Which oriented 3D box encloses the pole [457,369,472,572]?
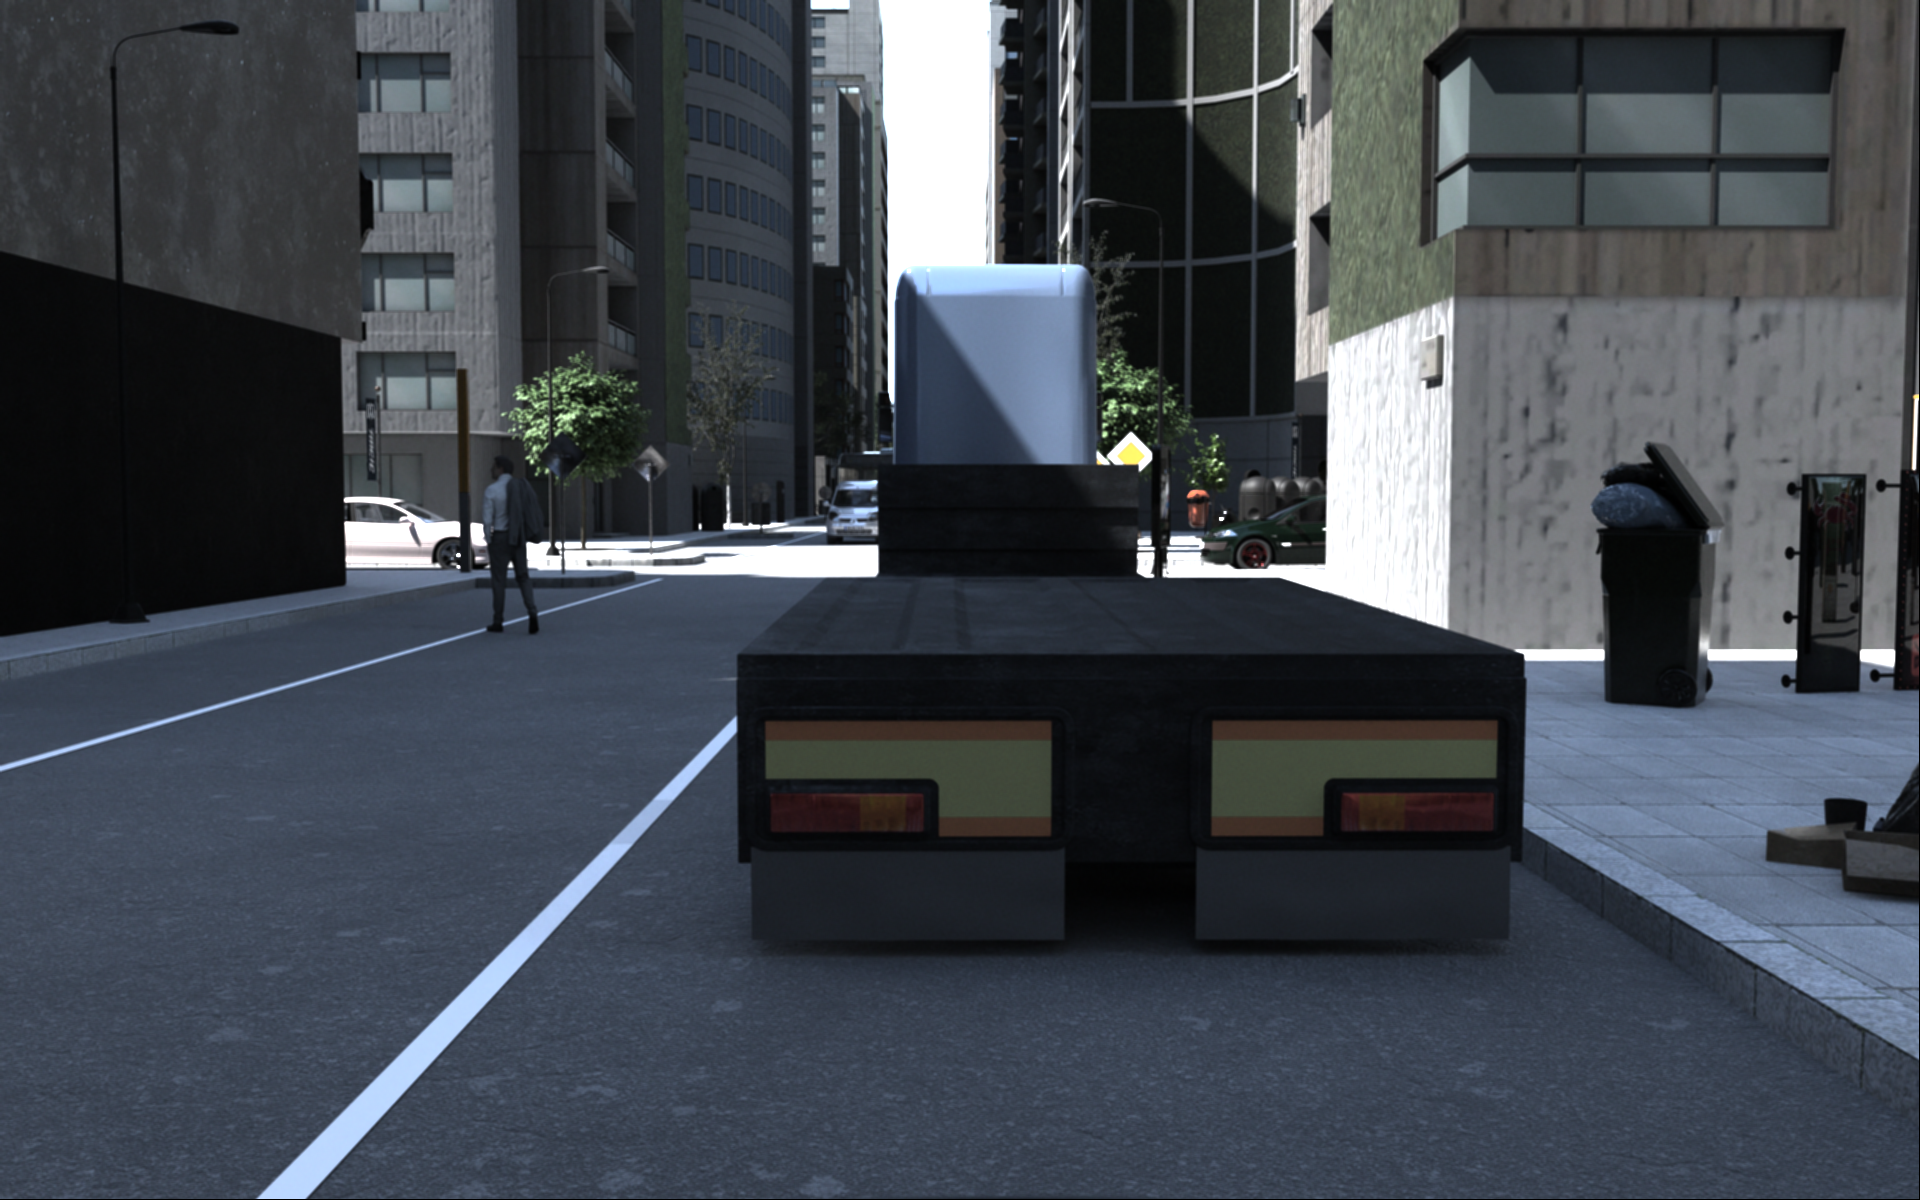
[{"bbox_3d":[-8.106,-2.109,28.324,0.158,3.312,0.155,0,3,0],"label":"pole"}]

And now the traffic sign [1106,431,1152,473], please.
[{"bbox_3d":[2.730,-1.473,27.733,0.795,2.450,0.064,0,3,0],"label":"traffic sign"}]

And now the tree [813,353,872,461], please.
[{"bbox_3d":[-9.595,-10.538,106.710,8.767,10.594,7.601,0,4,-7],"label":"tree"}]

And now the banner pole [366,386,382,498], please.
[{"bbox_3d":[-13.530,-3.060,40.051,0.401,3.779,0.863,0,4,7],"label":"banner pole"}]

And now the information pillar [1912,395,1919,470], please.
[{"bbox_3d":[7.284,-0.511,12.852,0.304,2.012,0.304,-2,4,-23],"label":"information pillar"}]

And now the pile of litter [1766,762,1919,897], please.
[{"bbox_3d":[3.396,0.513,5.576,1.176,0.858,1.719,0,4,-7],"label":"pile of litter"}]

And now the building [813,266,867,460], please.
[{"bbox_3d":[-22.447,-18.404,145.947,27.650,21.520,28.899,0,3,0],"label":"building"}]

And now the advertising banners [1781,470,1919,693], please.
[{"bbox_3d":[6.322,-0.923,11.281,2.074,3.025,0.090,-1,4,-13],"label":"advertising banners"}]

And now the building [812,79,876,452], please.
[{"bbox_3d":[-15.492,-29.554,166.809,14.154,41.232,14.086,0,3,0],"label":"building"}]

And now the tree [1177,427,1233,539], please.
[{"bbox_3d":[7.365,-3.381,49.874,1.663,3.219,1.824,0,3,0],"label":"tree"}]

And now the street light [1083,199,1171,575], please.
[{"bbox_3d":[2.638,-3.358,27.439,1.470,5.913,1.316,0,3,0],"label":"street light"}]

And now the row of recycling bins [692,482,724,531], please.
[{"bbox_3d":[-9.920,-3.235,60.010,3.534,1.692,1.069,0,4,4],"label":"row of recycling bins"}]

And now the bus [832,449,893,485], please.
[{"bbox_3d":[-3.285,-4.638,70.685,2.948,3.499,13.247,0,4,0],"label":"bus"}]

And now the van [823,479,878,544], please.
[{"bbox_3d":[-2.965,-2.675,50.745,2.013,2.044,4.112,0,4,1],"label":"van"}]

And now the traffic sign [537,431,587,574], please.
[{"bbox_3d":[-6.364,-1.474,27.738,0.795,2.450,0.064,0,3,0],"label":"traffic sign"}]

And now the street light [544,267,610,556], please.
[{"bbox_3d":[-7.867,-3.856,35.590,1.470,5.913,1.316,0,3,0],"label":"street light"}]

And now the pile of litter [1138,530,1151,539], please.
[{"bbox_3d":[4.663,-2.160,49.289,1.719,0.858,1.176,1,4,14],"label":"pile of litter"}]

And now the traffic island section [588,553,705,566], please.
[{"bbox_3d":[-6.401,-0.826,35.784,2.009,0.180,2.903,0,3,0],"label":"traffic island section"}]

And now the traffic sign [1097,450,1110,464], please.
[{"bbox_3d":[2.716,-1.962,35.718,0.795,2.450,0.064,0,3,0],"label":"traffic sign"}]

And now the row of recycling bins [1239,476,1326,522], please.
[{"bbox_3d":[7.848,-2.081,41.140,1.069,1.692,3.534,3,5,42],"label":"row of recycling bins"}]

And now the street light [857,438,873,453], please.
[{"bbox_3d":[-7.999,-10.526,144.647,1.470,5.913,1.316,0,3,0],"label":"street light"}]

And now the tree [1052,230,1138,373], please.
[{"bbox_3d":[3.111,-6.010,48.627,4.360,8.622,3.978,0,3,0],"label":"tree"}]

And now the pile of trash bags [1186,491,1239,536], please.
[{"bbox_3d":[7.155,-2.135,44.663,3.447,1.369,1.912,-3,4,-38],"label":"pile of trash bags"}]

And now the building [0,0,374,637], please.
[{"bbox_3d":[-16.958,-9.242,18.566,16.811,18.784,16.820,0,3,0],"label":"building"}]

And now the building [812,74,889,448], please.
[{"bbox_3d":[-19.480,-35.520,204.456,21.300,48.544,21.600,0,3,0],"label":"building"}]

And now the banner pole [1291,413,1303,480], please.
[{"bbox_3d":[10.377,-3.874,53.354,0.401,3.779,0.863,2,4,35],"label":"banner pole"}]

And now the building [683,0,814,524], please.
[{"bbox_3d":[-18.946,-33.206,84.923,21.231,58.520,28.212,0,3,0],"label":"building"}]

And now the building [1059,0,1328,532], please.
[{"bbox_3d":[12.231,-38.171,62.346,20.563,71.187,20.611,0,3,0],"label":"building"}]

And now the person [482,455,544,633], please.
[{"bbox_3d":[-4.612,-0.568,17.882,0.679,1.850,0.850,-3,5,-43],"label":"person"}]

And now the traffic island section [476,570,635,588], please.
[{"bbox_3d":[-6.388,-0.338,27.799,2.009,0.180,2.903,0,3,0],"label":"traffic island section"}]

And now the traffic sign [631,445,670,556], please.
[{"bbox_3d":[-6.378,-1.962,35.723,0.795,2.450,0.064,0,3,0],"label":"traffic sign"}]

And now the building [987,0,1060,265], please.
[{"bbox_3d":[13.783,-40.770,208.594,21.231,58.520,28.212,0,3,0],"label":"building"}]

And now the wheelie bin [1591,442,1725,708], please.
[{"bbox_3d":[4.285,-0.169,10.677,0.693,1.594,0.980,2,4,31],"label":"wheelie bin"}]

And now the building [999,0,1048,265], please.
[{"bbox_3d":[14.069,-28.974,128.352,22.147,44.769,28.867,0,3,0],"label":"building"}]

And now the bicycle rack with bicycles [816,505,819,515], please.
[{"bbox_3d":[-9.522,-5.534,103.857,2.852,0.926,2.925,3,5,42],"label":"bicycle rack with bicycles"}]

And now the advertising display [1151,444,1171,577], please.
[{"bbox_3d":[2.656,-1.080,22.879,0.123,1.923,0.974,1,4,15],"label":"advertising display"}]

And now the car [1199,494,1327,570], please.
[{"bbox_3d":[6.567,-1.367,32.143,4.222,1.686,2.009,0,4,1],"label":"car"}]

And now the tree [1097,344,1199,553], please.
[{"bbox_3d":[3.552,-3.322,38.024,4.285,4.588,4.351,0,3,0],"label":"tree"}]

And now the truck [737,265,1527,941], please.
[{"bbox_3d":[0.457,-1.517,14.568,2.967,4.110,18.799,0,4,0],"label":"truck"}]

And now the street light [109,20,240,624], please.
[{"bbox_3d":[-7.764,-2.727,17.136,1.470,5.913,1.316,0,3,0],"label":"street light"}]

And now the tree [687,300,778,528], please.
[{"bbox_3d":[-8.908,-6.999,64.796,4.360,8.622,3.978,0,3,0],"label":"tree"}]

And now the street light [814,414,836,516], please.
[{"bbox_3d":[-7.927,-7.845,100.802,1.470,5.913,1.316,0,3,0],"label":"street light"}]

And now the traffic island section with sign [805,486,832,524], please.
[{"bbox_3d":[-6.501,-4.629,84.309,1.989,1.847,2.006,0,3,0],"label":"traffic island section with sign"}]

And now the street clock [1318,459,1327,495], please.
[{"bbox_3d":[7.586,-1.903,35.681,0.358,2.002,0.471,-1,4,-22],"label":"street clock"}]

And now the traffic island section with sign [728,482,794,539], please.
[{"bbox_3d":[-6.444,-2.916,56.309,1.989,1.847,2.006,0,3,0],"label":"traffic island section with sign"}]

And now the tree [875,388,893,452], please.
[{"bbox_3d":[-9.314,-16.531,187.290,9.611,12.733,9.660,0,3,0],"label":"tree"}]

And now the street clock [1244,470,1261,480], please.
[{"bbox_3d":[8.709,-2.879,51.648,0.471,2.002,0.358,-1,4,-22],"label":"street clock"}]

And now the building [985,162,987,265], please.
[{"bbox_3d":[14.133,-37.338,234.181,21.300,48.544,21.600,0,3,0],"label":"building"}]

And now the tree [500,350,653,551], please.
[{"bbox_3d":[-8.699,-3.412,39.506,4.285,4.588,4.351,0,3,0],"label":"tree"}]

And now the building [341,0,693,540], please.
[{"bbox_3d":[-16.034,-22.436,50.416,14.154,41.232,14.086,0,3,0],"label":"building"}]

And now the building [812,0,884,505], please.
[{"bbox_3d":[-19.325,-49.984,255.484,20.563,71.187,20.611,0,3,0],"label":"building"}]

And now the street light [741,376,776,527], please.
[{"bbox_3d":[-7.949,-5.861,68.369,1.470,5.913,1.316,0,3,0],"label":"street light"}]

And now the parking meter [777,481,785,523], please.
[{"bbox_3d":[-7.975,-4.360,77.004,0.255,1.863,0.399,1,4,13],"label":"parking meter"}]

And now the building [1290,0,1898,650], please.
[{"bbox_3d":[11.015,-15.196,20.151,14.160,30.474,14.107,0,3,0],"label":"building"}]

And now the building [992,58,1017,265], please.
[{"bbox_3d":[10.315,-32.367,179.318,14.600,45.320,14.200,0,3,0],"label":"building"}]

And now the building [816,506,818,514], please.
[{"bbox_3d":[-18.899,-41.681,119.728,20.563,71.187,20.611,0,3,0],"label":"building"}]

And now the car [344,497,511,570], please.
[{"bbox_3d":[-10.765,-1.236,32.575,4.827,1.381,2.083,0,4,-2],"label":"car"}]
